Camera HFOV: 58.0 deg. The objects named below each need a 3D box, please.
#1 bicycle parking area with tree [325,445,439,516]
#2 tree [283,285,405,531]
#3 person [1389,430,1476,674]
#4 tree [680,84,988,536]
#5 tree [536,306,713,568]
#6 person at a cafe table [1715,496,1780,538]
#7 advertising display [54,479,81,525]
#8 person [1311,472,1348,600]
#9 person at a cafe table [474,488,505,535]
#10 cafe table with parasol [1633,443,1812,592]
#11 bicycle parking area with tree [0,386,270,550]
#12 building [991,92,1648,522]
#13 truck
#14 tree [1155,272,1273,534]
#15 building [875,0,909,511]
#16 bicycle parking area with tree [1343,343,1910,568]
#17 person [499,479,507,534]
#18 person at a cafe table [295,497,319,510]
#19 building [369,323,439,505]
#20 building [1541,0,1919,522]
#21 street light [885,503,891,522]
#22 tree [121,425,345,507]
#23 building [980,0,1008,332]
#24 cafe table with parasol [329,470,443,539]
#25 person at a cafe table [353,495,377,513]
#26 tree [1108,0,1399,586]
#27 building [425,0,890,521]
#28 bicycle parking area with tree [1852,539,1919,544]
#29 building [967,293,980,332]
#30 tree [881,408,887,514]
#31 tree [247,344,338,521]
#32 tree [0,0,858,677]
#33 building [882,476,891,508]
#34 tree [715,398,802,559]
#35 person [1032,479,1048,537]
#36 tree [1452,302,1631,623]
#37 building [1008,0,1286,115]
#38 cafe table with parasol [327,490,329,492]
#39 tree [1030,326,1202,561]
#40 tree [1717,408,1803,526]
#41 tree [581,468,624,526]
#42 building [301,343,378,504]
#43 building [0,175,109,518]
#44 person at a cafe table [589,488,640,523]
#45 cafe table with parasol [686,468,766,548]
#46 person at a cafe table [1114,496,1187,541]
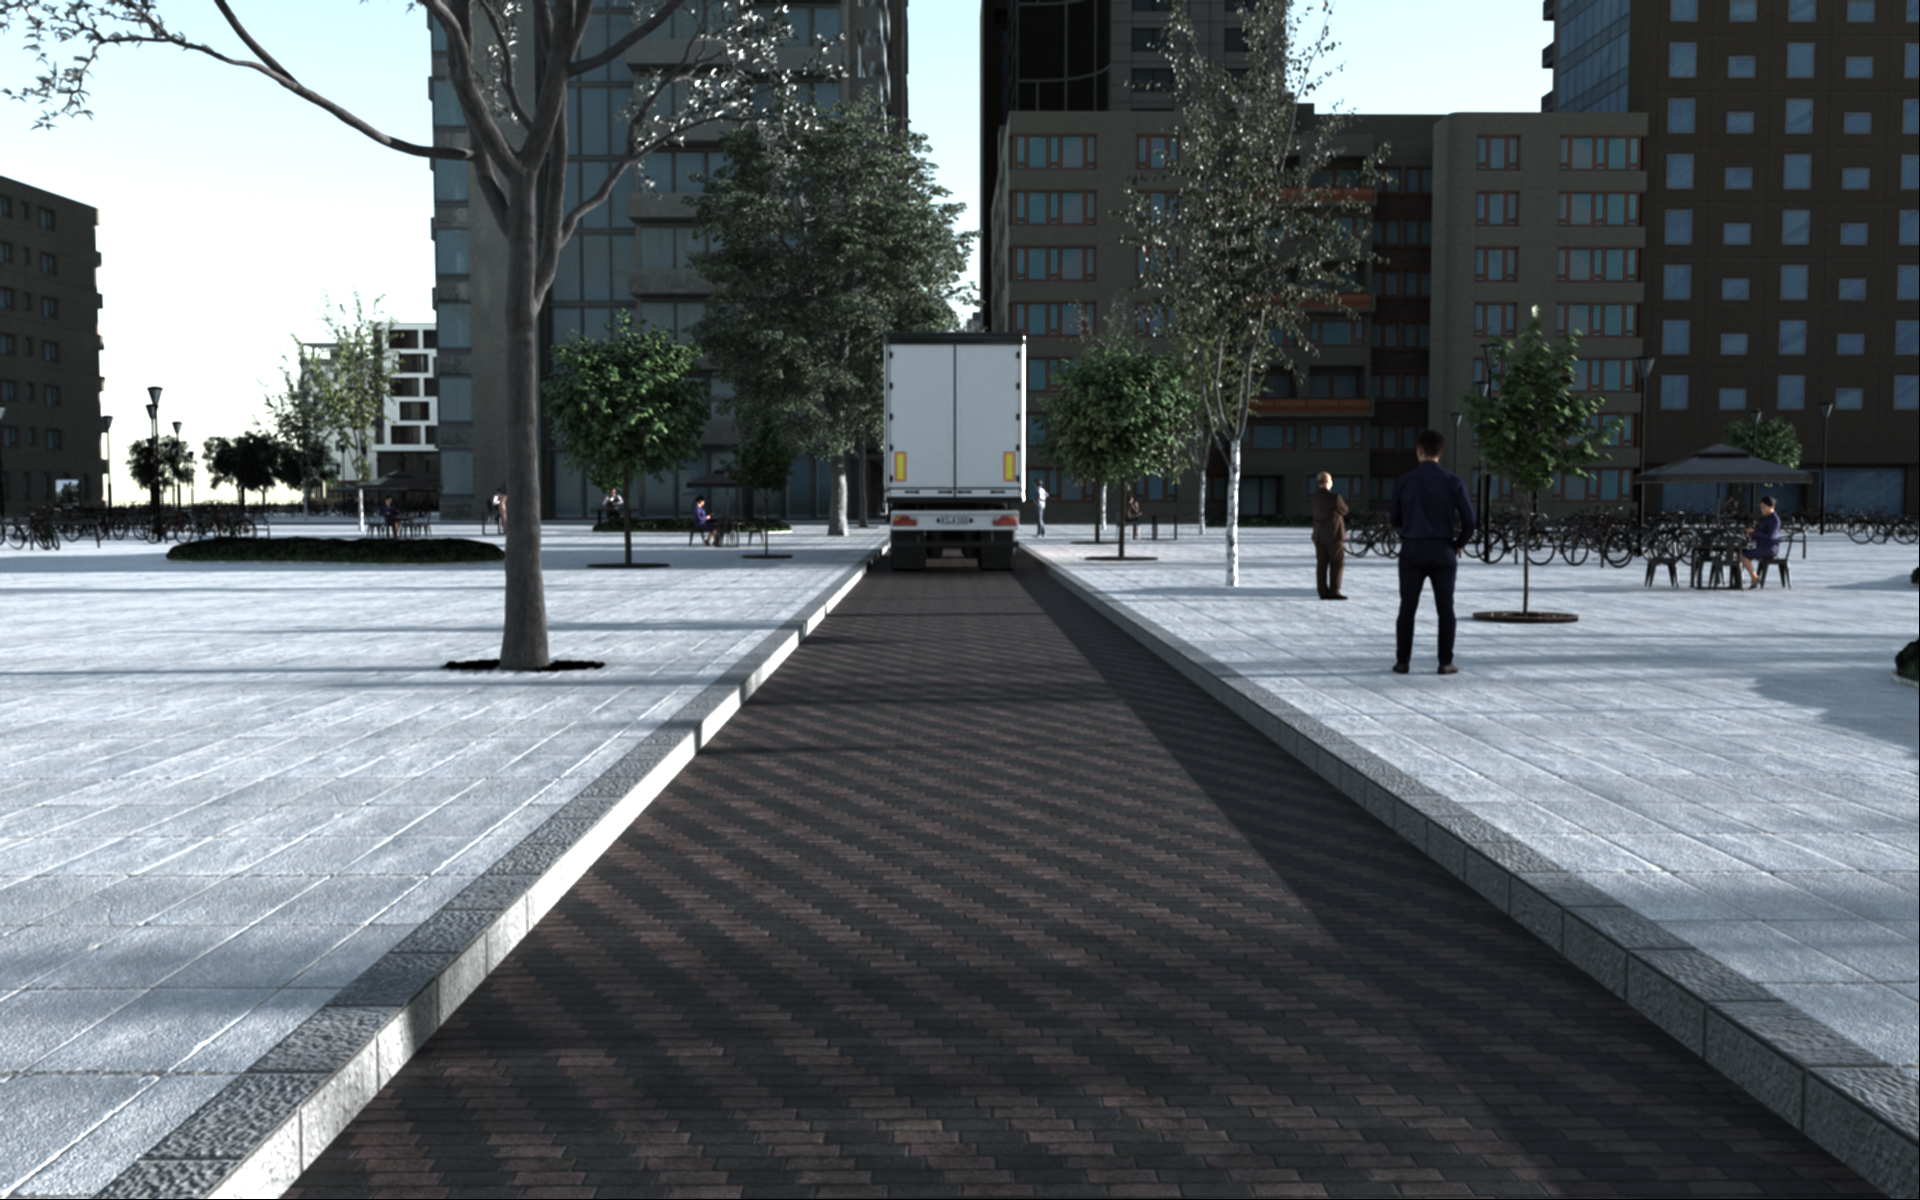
[{"bbox_3d":[-35.884,-7.099,103.065,9.016,4.147,8.231,0,4,7],"label":"bicycle parking area with tree"},{"bbox_3d":[-21.165,-6.725,60.308,4.737,8.622,4.395,0,3,0],"label":"tree"},{"bbox_3d":[3.378,-0.348,12.445,0.576,1.737,0.504,1,4,9],"label":"person"},{"bbox_3d":[-3.833,-8.941,52.848,9.857,13.997,8.962,0,3,0],"label":"tree"},{"bbox_3d":[-5.849,-2.867,30.595,4.285,4.588,4.351,0,3,0],"label":"tree"},{"bbox_3d":[23.317,-2.479,51.386,1.726,1.238,1.698,1,4,22],"label":"person at a cafe table"},{"bbox_3d":[-37.240,-4.104,72.308,0.974,1.923,0.123,-1,4,-10],"label":"advertising display"},{"bbox_3d":[4.488,-0.783,21.111,0.388,1.546,0.482,-3,4,-36],"label":"person"},{"bbox_3d":[-14.263,-2.841,54.962,1.622,1.524,1.698,1,4,13],"label":"person at a cafe table"},{"bbox_3d":[10.248,-1.135,23.427,2.610,1.966,2.610,-1,4,-21],"label":"cafe table with parasol"},{"bbox_3d":[-22.443,-3.480,43.894,9.016,4.147,8.231,3,4,38],"label":"bicycle parking area with tree"},{"bbox_3d":[16.506,-15.128,92.380,28.899,21.520,27.650,0,4,-1],"label":"building"},{"bbox_3d":[-0.204,-2.855,35.588,2.839,4.237,11.283,0,4,-1],"label":"truck"},{"bbox_3d":[7.896,-6.443,55.703,4.737,8.622,4.395,0,3,0],"label":"tree"},{"bbox_3d":[-17.478,-33.137,131.025,28.713,52.752,27.495,0,4,-1],"label":"building"},{"bbox_3d":[12.109,-2.922,34.784,8.231,4.147,9.016,-2,4,-24],"label":"bicycle parking area with tree"},{"bbox_3d":[-5.999,-1.070,23.672,0.598,1.807,0.434,-3,5,-42],"label":"person"},{"bbox_3d":[-51.472,-7.680,136.422,1.698,1.238,1.726,-1,4,-14],"label":"person at a cafe table"},{"bbox_3d":[-54.041,-22.811,216.942,32.646,21.610,27.936,0,4,-1],"label":"building"},{"bbox_3d":[38.128,-26.630,85.513,14.200,45.320,14.600,0,4,-1],"label":"building"},{"bbox_3d":[-2.717,-6.539,79.457,1.470,5.913,1.316,0,4,-1],"label":"street light"},{"bbox_3d":[-59.120,-10.973,142.312,11.467,7.101,20.602,0,4,2],"label":"tree"},{"bbox_3d":[8.727,-30.404,147.219,14.600,45.320,14.200,0,4,-1],"label":"building"},{"bbox_3d":[-16.297,-2.783,50.360,2.610,1.966,2.610,1,4,18],"label":"cafe table with parasol"},{"bbox_3d":[-40.540,-6.529,117.608,1.726,1.238,1.698,-1,4,-14],"label":"person at a cafe table"},{"bbox_3d":[3.912,-4.516,24.207,4.360,8.622,3.978,0,3,0],"label":"tree"},{"bbox_3d":[-15.162,-29.030,94.256,23.786,49.044,30.456,0,4,-1],"label":"building"},{"bbox_3d":[26.801,-3.317,41.236,9.016,4.147,8.231,1,4,13],"label":"bicycle parking area with tree"},{"bbox_3d":[8.400,-18.879,165.083,16.016,20.091,11.380,0,4,-1],"label":"building"},{"bbox_3d":[-4.594,-9.947,112.999,4.737,8.622,4.395,0,3,0],"label":"tree"},{"bbox_3d":[-31.812,-8.139,83.435,4.360,8.622,3.978,0,3,0],"label":"tree"},{"bbox_3d":[-3.216,-6.247,12.507,12.009,13.543,11.850,0,3,0],"label":"tree"},{"bbox_3d":[-8.837,-13.901,169.427,9.099,9.664,28.070,0,4,-1],"label":"building"},{"bbox_3d":[-3.908,-2.470,34.980,1.663,3.219,1.824,0,3,0],"label":"tree"},{"bbox_3d":[2.380,-2.750,51.727,0.376,1.734,0.841,2,4,23],"label":"person"},{"bbox_3d":[5.903,-1.404,17.559,1.663,3.219,1.824,0,3,0],"label":"tree"},{"bbox_3d":[11.956,-42.204,128.284,20.563,71.187,20.611,0,4,-1],"label":"building"},{"bbox_3d":[-43.399,-7.203,122.640,2.610,1.966,2.610,-1,4,-21],"label":"cafe table with parasol"},{"bbox_3d":[3.102,-3.069,33.889,4.285,4.588,4.351,0,3,0],"label":"tree"},{"bbox_3d":[30.447,-5.038,66.084,4.285,4.588,4.351,0,3,0],"label":"tree"},{"bbox_3d":[-13.796,-4.501,68.185,1.663,3.219,1.824,0,3,0],"label":"tree"},{"bbox_3d":[-76.117,-22.380,222.332,11.380,20.091,16.016,0,4,-1],"label":"building"},{"bbox_3d":[-66.327,-15.064,91.330,28.899,21.520,27.650,0,4,-1],"label":"building"},{"bbox_3d":[-12.472,-3.290,62.314,1.698,1.524,1.622,-1,4,-16],"label":"person at a cafe table"},{"bbox_3d":[-5.625,-2.263,41.860,2.610,1.966,2.610,-3,5,-41],"label":"cafe table with parasol"},{"bbox_3d":[5.112,-2.284,48.211,1.726,1.238,1.698,-2,4,-25],"label":"person at a cafe table"}]
